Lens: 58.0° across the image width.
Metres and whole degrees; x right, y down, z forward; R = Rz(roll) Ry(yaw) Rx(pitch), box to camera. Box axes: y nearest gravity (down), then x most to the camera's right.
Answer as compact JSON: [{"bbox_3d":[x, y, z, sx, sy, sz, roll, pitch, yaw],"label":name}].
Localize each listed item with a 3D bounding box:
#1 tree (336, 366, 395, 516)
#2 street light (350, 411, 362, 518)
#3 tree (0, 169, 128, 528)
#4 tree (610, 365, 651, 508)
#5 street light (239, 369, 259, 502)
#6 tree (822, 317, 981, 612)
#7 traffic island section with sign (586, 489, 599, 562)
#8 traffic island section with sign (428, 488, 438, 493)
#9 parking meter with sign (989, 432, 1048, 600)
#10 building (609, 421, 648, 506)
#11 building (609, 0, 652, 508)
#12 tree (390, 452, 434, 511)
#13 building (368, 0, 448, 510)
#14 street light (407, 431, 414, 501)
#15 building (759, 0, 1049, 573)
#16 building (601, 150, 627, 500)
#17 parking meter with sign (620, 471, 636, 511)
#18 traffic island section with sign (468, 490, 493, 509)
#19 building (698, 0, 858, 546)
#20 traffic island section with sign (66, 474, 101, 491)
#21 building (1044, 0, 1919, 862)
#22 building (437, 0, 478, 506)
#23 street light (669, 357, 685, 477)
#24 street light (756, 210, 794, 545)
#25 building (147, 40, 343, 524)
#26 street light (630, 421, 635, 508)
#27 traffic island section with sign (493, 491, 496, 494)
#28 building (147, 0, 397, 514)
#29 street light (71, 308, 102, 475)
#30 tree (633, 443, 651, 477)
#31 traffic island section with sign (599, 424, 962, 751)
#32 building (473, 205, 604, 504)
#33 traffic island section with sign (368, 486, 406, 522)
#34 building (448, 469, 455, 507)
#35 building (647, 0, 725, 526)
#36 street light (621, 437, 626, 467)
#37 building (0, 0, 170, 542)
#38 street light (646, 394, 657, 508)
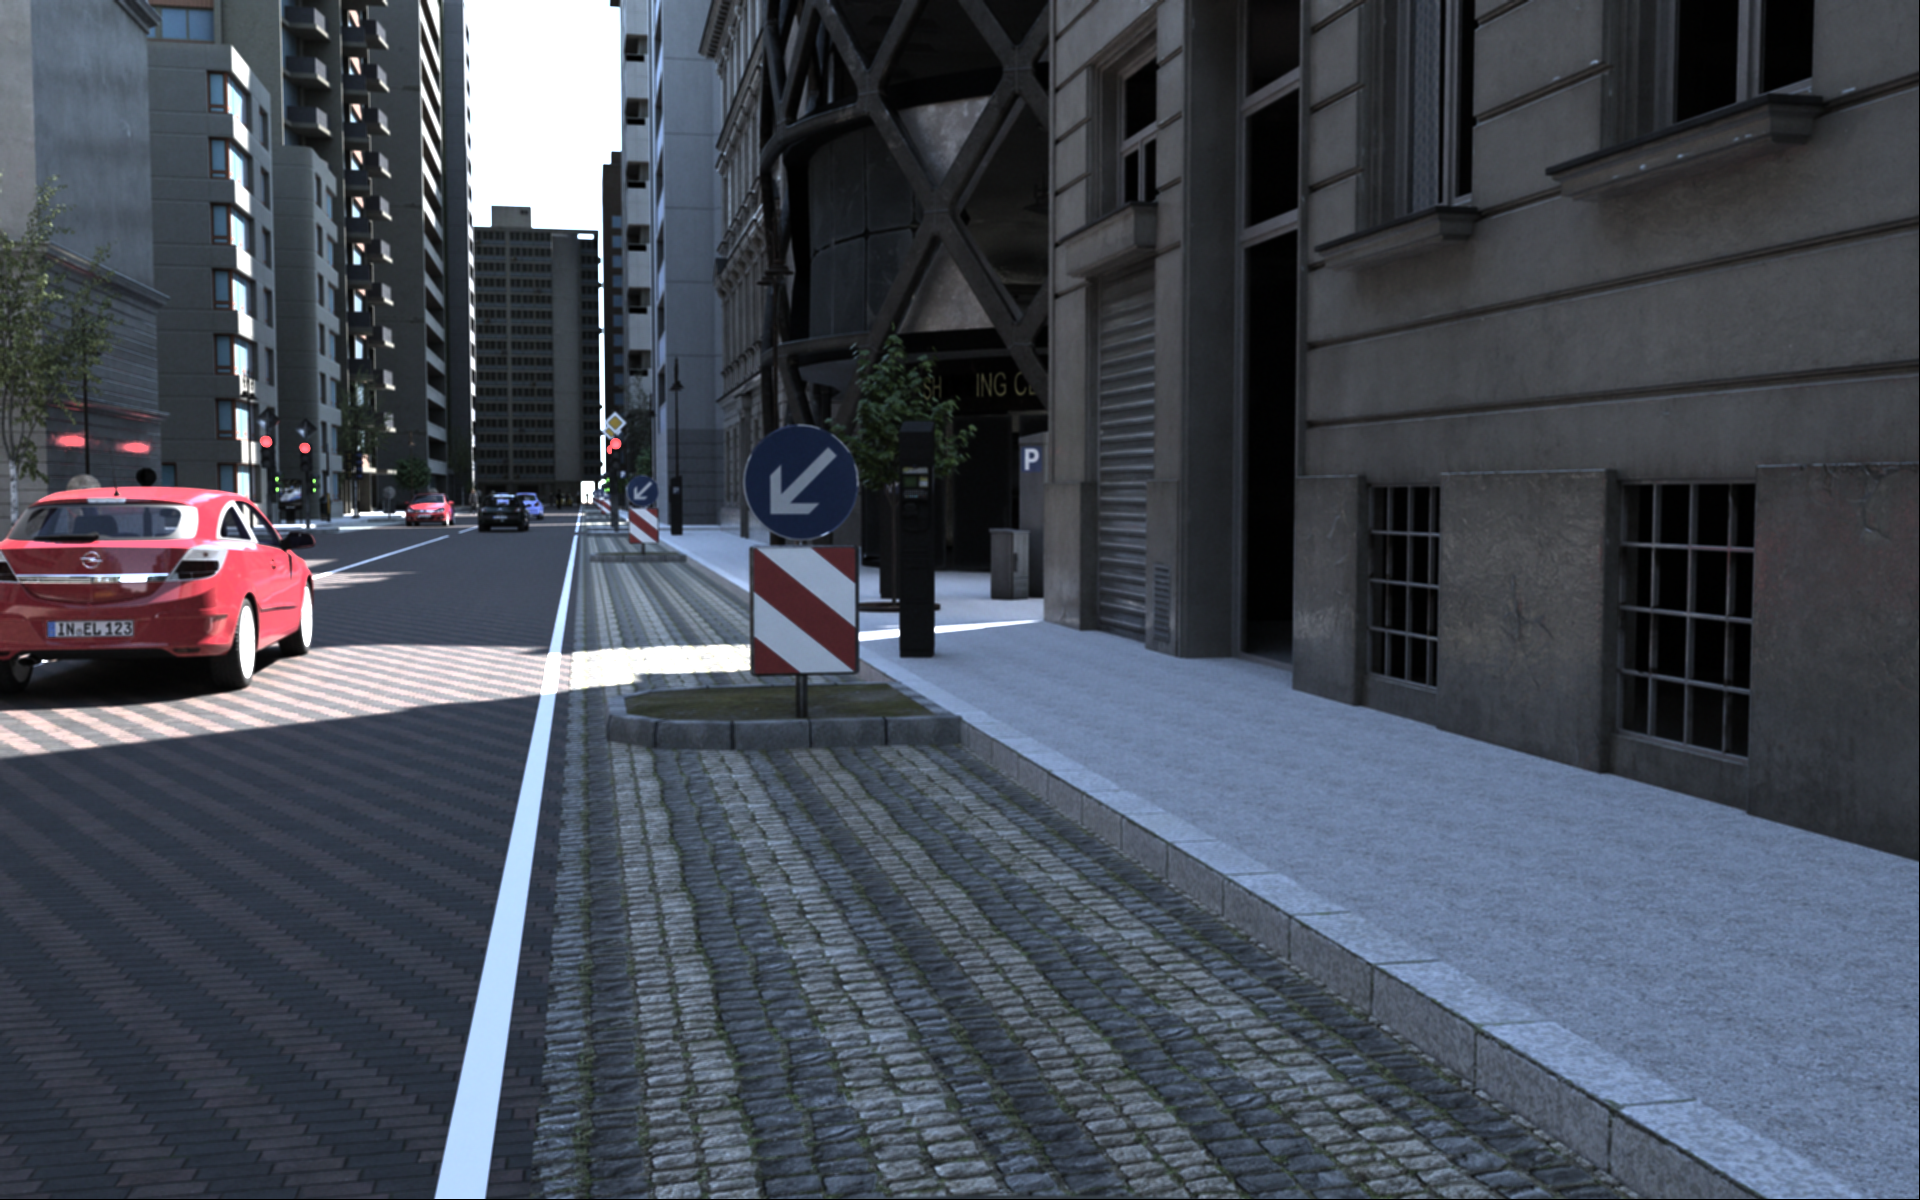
[{"bbox_3d":[-34.607,-9.100,99.153,4.737,8.622,4.395,0,3,0],"label":"tree"},{"bbox_3d":[-32.850,-7.436,94.370,0.468,5.910,1.993,-1,4,-12],"label":"street light"},{"bbox_3d":[-21.261,-5.436,39.233,4.737,8.622,4.395,0,3,0],"label":"tree"},{"bbox_3d":[-17.866,-9.133,99.689,4.360,8.622,3.978,0,3,0],"label":"tree"},{"bbox_3d":[-26.258,-5.581,64.031,0.468,5.910,1.993,-1,4,-12],"label":"street light"},{"bbox_3d":[-0.830,-1.498,19.100,1.663,3.219,1.824,0,3,0],"label":"tree"},{"bbox_3d":[-6.893,-1.732,36.944,1.989,1.847,2.006,-1,4,-12],"label":"traffic island section with sign"},{"bbox_3d":[-34.956,-6.511,115.081,1.989,1.847,2.006,-1,4,-12],"label":"traffic island section with sign"},{"bbox_3d":[1.065,-1.550,21.596,0.543,3.016,1.738,3,5,39],"label":"parking meter with sign"},{"bbox_3d":[-31.529,-46.928,205.516,20.563,71.187,20.611,-1,4,-12],"label":"building"},{"bbox_3d":[-17.967,-35.117,163.399,28.713,52.752,27.495,-1,4,-12],"label":"building"},{"bbox_3d":[-42.667,-9.242,134.818,4.285,4.588,4.351,0,3,0],"label":"tree"},{"bbox_3d":[-55.086,-31.874,144.838,21.300,48.544,21.600,-1,4,-12],"label":"building"},{"bbox_3d":[-39.324,-9.259,124.165,0.468,5.910,1.993,-1,4,-12],"label":"street light"},{"bbox_3d":[4.526,-10.128,33.047,16.820,18.784,16.811,-1,4,-12],"label":"building"},{"bbox_3d":[-40.057,-35.462,229.915,14.200,45.320,14.600,-1,4,-12],"label":"building"},{"bbox_3d":[-24.959,-8.243,131.031,0.543,3.016,1.738,2,4,25],"label":"parking meter with sign"},{"bbox_3d":[-45.704,-9.536,164.542,1.989,1.847,2.006,-1,4,-12],"label":"traffic island section with sign"},{"bbox_3d":[-1.678,-11.395,50.937,10.561,19.102,19.286,-1,4,-12],"label":"building"},{"bbox_3d":[-17.351,-1.560,34.137,1.989,1.847,2.006,-1,4,-12],"label":"traffic island section with sign"},{"bbox_3d":[10.962,-10.471,4.492,16.112,22.955,30.059,-1,4,-12],"label":"building"},{"bbox_3d":[-70.246,-40.092,197.495,28.212,58.520,21.231,-1,4,-12],"label":"building"},{"bbox_3d":[-9.526,-5.230,58.291,0.468,5.910,1.993,-1,4,-12],"label":"street light"},{"bbox_3d":[-3.037,-3.407,28.500,0.468,5.910,1.993,-1,4,-12],"label":"street light"},{"bbox_3d":[-44.550,-14.256,78.127,27.650,21.520,28.899,-1,4,-12],"label":"building"},{"bbox_3d":[-20.503,-8.308,108.626,0.468,5.910,1.993,-1,4,-12],"label":"street light"},{"bbox_3d":[-51.547,-11.180,191.417,1.989,1.847,2.006,-1,4,-12],"label":"traffic island section with sign"},{"bbox_3d":[-49.802,-28.093,113.951,22.147,44.769,28.867,-1,4,-12],"label":"building"},{"bbox_3d":[-21.740,-4.300,43.098,0.468,5.910,1.993,-1,4,-12],"label":"street light"},{"bbox_3d":[-16.239,-6.819,95.197,4.285,4.588,4.351,0,3,0],"label":"tree"},{"bbox_3d":[-1.162,-0.120,10.595,1.989,1.847,2.006,-1,4,-12],"label":"traffic island section with sign"},{"bbox_3d":[-60.850,-33.269,235.829,23.993,40.220,32.217,-1,4,-12],"label":"building"},{"bbox_3d":[-29.223,-4.900,88.741,1.989,1.847,2.006,-1,4,-12],"label":"traffic island section with sign"},{"bbox_3d":[-59.624,-44.432,164.720,20.563,71.187,20.611,-1,4,-12],"label":"building"},{"bbox_3d":[0.659,-32.729,77.112,28.212,58.520,21.231,-1,4,-12],"label":"building"},{"bbox_3d":[-26.939,-10.133,138.455,0.468,5.910,1.993,-1,4,-12],"label":"street light"},{"bbox_3d":[-40.411,-13.819,45.018,34.723,24.649,14.460,-1,4,-12],"label":"building"},{"bbox_3d":[-14.009,-6.477,78.682,0.468,5.910,1.993,-1,4,-12],"label":"street light"}]
